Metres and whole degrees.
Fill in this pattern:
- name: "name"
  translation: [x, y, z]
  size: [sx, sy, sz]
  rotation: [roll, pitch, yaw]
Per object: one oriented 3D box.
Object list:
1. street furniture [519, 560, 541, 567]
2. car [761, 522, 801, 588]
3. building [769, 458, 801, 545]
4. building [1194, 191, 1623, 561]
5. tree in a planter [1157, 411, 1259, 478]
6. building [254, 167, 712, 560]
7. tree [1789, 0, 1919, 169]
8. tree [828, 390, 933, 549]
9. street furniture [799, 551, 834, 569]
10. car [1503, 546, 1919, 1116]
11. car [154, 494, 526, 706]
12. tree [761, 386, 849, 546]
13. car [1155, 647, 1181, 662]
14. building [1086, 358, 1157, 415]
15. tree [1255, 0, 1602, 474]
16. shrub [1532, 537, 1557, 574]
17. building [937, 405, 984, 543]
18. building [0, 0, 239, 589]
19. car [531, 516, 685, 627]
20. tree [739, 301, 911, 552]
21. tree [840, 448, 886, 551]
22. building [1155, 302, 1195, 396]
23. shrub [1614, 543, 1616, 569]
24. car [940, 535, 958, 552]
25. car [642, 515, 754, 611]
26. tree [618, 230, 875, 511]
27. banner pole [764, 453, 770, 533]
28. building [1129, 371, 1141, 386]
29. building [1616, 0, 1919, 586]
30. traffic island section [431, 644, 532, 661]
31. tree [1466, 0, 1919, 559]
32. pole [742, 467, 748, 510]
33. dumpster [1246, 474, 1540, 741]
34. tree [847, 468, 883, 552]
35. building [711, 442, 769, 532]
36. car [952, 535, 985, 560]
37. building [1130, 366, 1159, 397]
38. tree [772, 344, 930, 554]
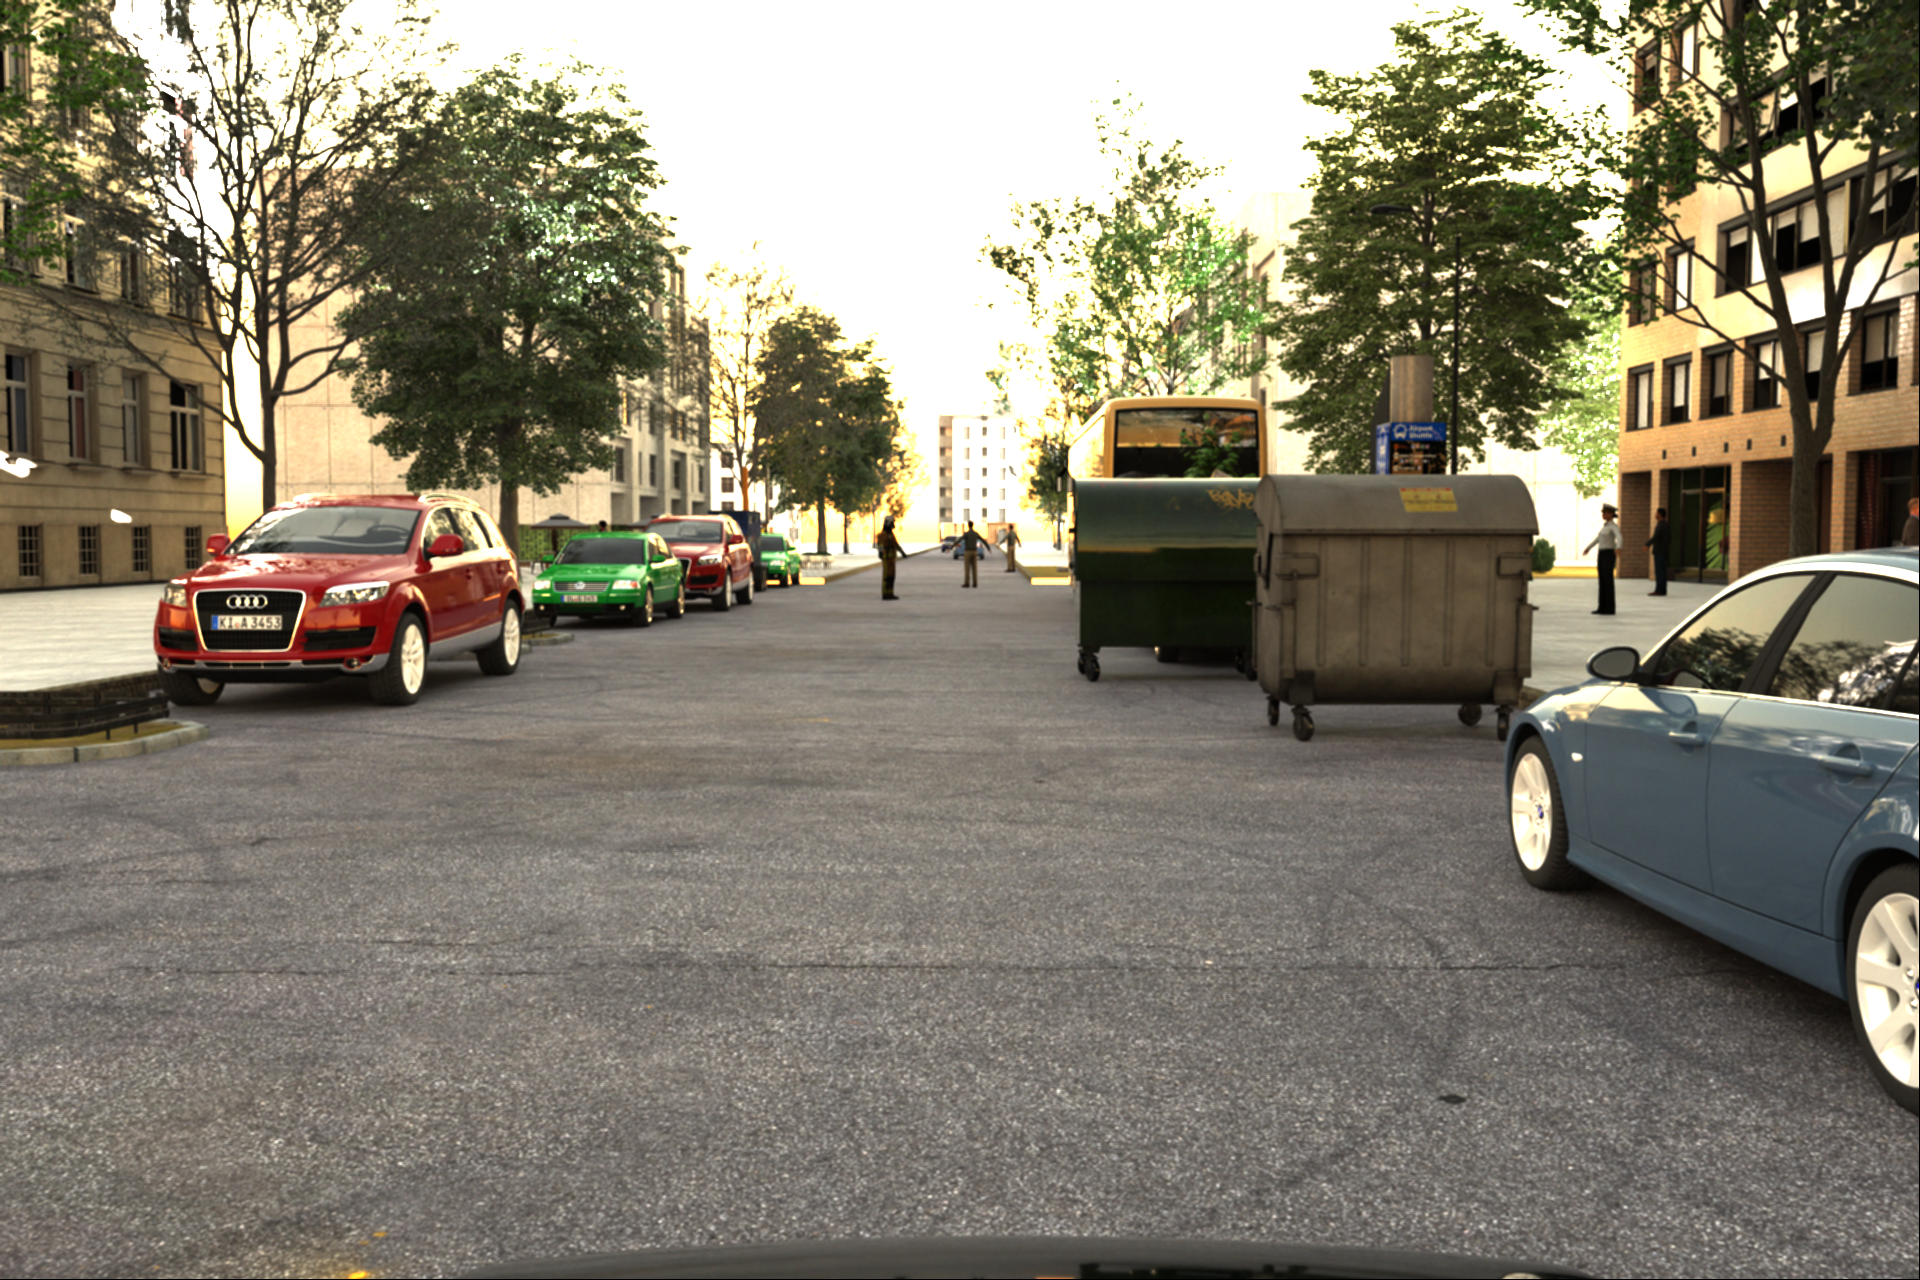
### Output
- name: "street furniture"
  translation: [-21.901, -3.655, 66.609]
  size: [9.812, 1.723, 11.010]
  rotation: [1, 4, 19]
- name: "car"
  translation: [-5.433, -2.382, 47.743]
  size: [1.959, 1.807, 4.718]
  rotation: [0, 4, 1]
- name: "building"
  translation: [-23.264, -16.081, 205.078]
  size: [9.099, 9.664, 28.070]
  rotation: [0, 4, 1]
- name: "building"
  translation: [23.542, -14.160, 97.970]
  size: [16.747, 18.905, 31.486]
  rotation: [0, 4, 1]
- name: "tree in a planter"
  translation: [3.622, -1.706, 25.122]
  size: [1.991, 3.239, 1.994]
  rotation: [0, 4, 0]
- name: "building"
  translation: [-25.318, -14.260, 99.610]
  size: [16.747, 18.905, 31.486]
  rotation: [0, 4, 1]
- name: "tree"
  translation: [9.374, -6.329, 10.129]
  size: [9.857, 13.997, 8.962]
  rotation: [0, 3, 0]
- name: "tree"
  translation: [-7.332, -14.541, 148.117]
  size: [12.009, 13.543, 11.850]
  rotation: [0, 3, 0]
- name: "street furniture"
  translation: [-8.489, -3.054, 65.562]
  size: [5.734, 0.657, 10.072]
  rotation: [-2, 4, -25]
- name: "car"
  translation: [3.183, 0.397, 5.519]
  size: [2.014, 1.417, 4.499]
  rotation: [0, 4, 0]
- name: "car"
  translation: [-5.567, -0.457, 16.138]
  size: [2.281, 1.827, 5.304]
  rotation: [0, 4, 0]
- name: "tree"
  translation: [-8.197, -8.112, 83.000]
  size: [4.360, 8.622, 3.978]
  rotation: [0, 3, 0]
- name: "car"
  translation: [3.085, -0.731, 20.747]
  size: [1.959, 1.807, 4.718]
  rotation: [0, 4, 0]
- name: "building"
  translation: [25.117, -23.319, 212.186]
  size: [19.493, 23.208, 18.063]
  rotation: [0, 4, 1]
- name: "tree"
  translation: [10.206, -7.283, 37.198]
  size: [7.486, 12.596, 7.792]
  rotation: [0, 3, 0]
- name: "shrub"
  translation: [18.848, -2.755, 56.169]
  size: [1.383, 1.207, 1.383]
  rotation: [0, 3, 0]
- name: "building"
  translation: [-2.985, -23.701, 246.387]
  size: [11.380, 20.090, 16.016]
  rotation: [0, 4, 3]
- name: "building"
  translation: [-27.778, -12.338, 33.750]
  size: [16.112, 23.069, 30.059]
  rotation: [0, 3, 0]
- name: "car"
  translation: [-5.630, -1.179, 28.066]
  size: [1.959, 1.807, 4.718]
  rotation: [0, 4, 1]
- name: "tree"
  translation: [-7.539, -11.473, 94.242]
  size: [9.857, 13.997, 8.962]
  rotation: [0, 3, 0]
- name: "tree"
  translation: [-7.543, -11.121, 132.190]
  size: [4.737, 8.622, 4.395]
  rotation: [0, 3, 0]
- name: "building"
  translation: [24.773, -18.208, 128.635]
  size: [19.493, 23.208, 18.063]
  rotation: [0, 4, 1]
- name: "shrub"
  translation: [24.224, -3.204, 63.495]
  size: [1.383, 1.207, 1.383]
  rotation: [0, 3, 0]
- name: "car"
  translation: [-0.579, -7.598, 136.804]
  size: [1.945, 1.354, 3.894]
  rotation: [0, 4, 0]
- name: "car"
  translation: [-5.275, -1.540, 33.847]
  size: [2.281, 1.827, 5.304]
  rotation: [0, 4, 1]
- name: "tree"
  translation: [-8.751, -9.808, 70.726]
  size: [12.009, 13.543, 11.850]
  rotation: [0, 3, 0]
- name: "banner pole"
  translation: [-5.990, -3.910, 53.945]
  size: [0.401, 3.779, 0.863]
  rotation: [0, 4, 3]
- name: "building"
  translation: [24.584, -21.038, 200.387]
  size: [16.016, 20.090, 11.380]
  rotation: [0, 4, 1]
- name: "building"
  translation: [28.266, -13.396, 25.604]
  size: [21.656, 26.213, 47.522]
  rotation: [0, 4, 1]
- name: "traffic island section"
  translation: [-6.176, 0.146, 20.484]
  size: [1.991, 0.108, 1.994]
  rotation: [0, 4, 1]
- name: "tree"
  translation: [9.780, -5.747, 19.727]
  size: [9.928, 11.665, 9.643]
  rotation: [0, 3, 0]
- name: "pole"
  translation: [-6.557, -3.618, 52.992]
  size: [0.158, 3.312, 0.155]
  rotation: [0, 3, 0]
- name: "dumpster"
  translation: [3.063, -0.259, 12.443]
  size: [1.865, 1.857, 1.264]
  rotation: [0, 4, -1]
- name: "tree"
  translation: [-7.664, -10.564, 123.080]
  size: [4.737, 8.622, 4.395]
  rotation: [0, 3, 0]
- name: "building"
  translation: [-23.370, -14.060, 172.024]
  size: [9.099, 9.664, 28.070]
  rotation: [0, 4, 1]
- name: "car"
  translation: [0.512, -5.294, 98.556]
  size: [2.014, 1.417, 4.499]
  rotation: [0, 4, 1]
- name: "building"
  translation: [27.377, -20.967, 173.731]
  size: [19.493, 23.208, 18.063]
  rotation: [0, 4, 0]
- name: "tree"
  translation: [-7.565, -12.390, 112.943]
  size: [12.009, 13.543, 11.850]
  rotation: [0, 3, 0]
